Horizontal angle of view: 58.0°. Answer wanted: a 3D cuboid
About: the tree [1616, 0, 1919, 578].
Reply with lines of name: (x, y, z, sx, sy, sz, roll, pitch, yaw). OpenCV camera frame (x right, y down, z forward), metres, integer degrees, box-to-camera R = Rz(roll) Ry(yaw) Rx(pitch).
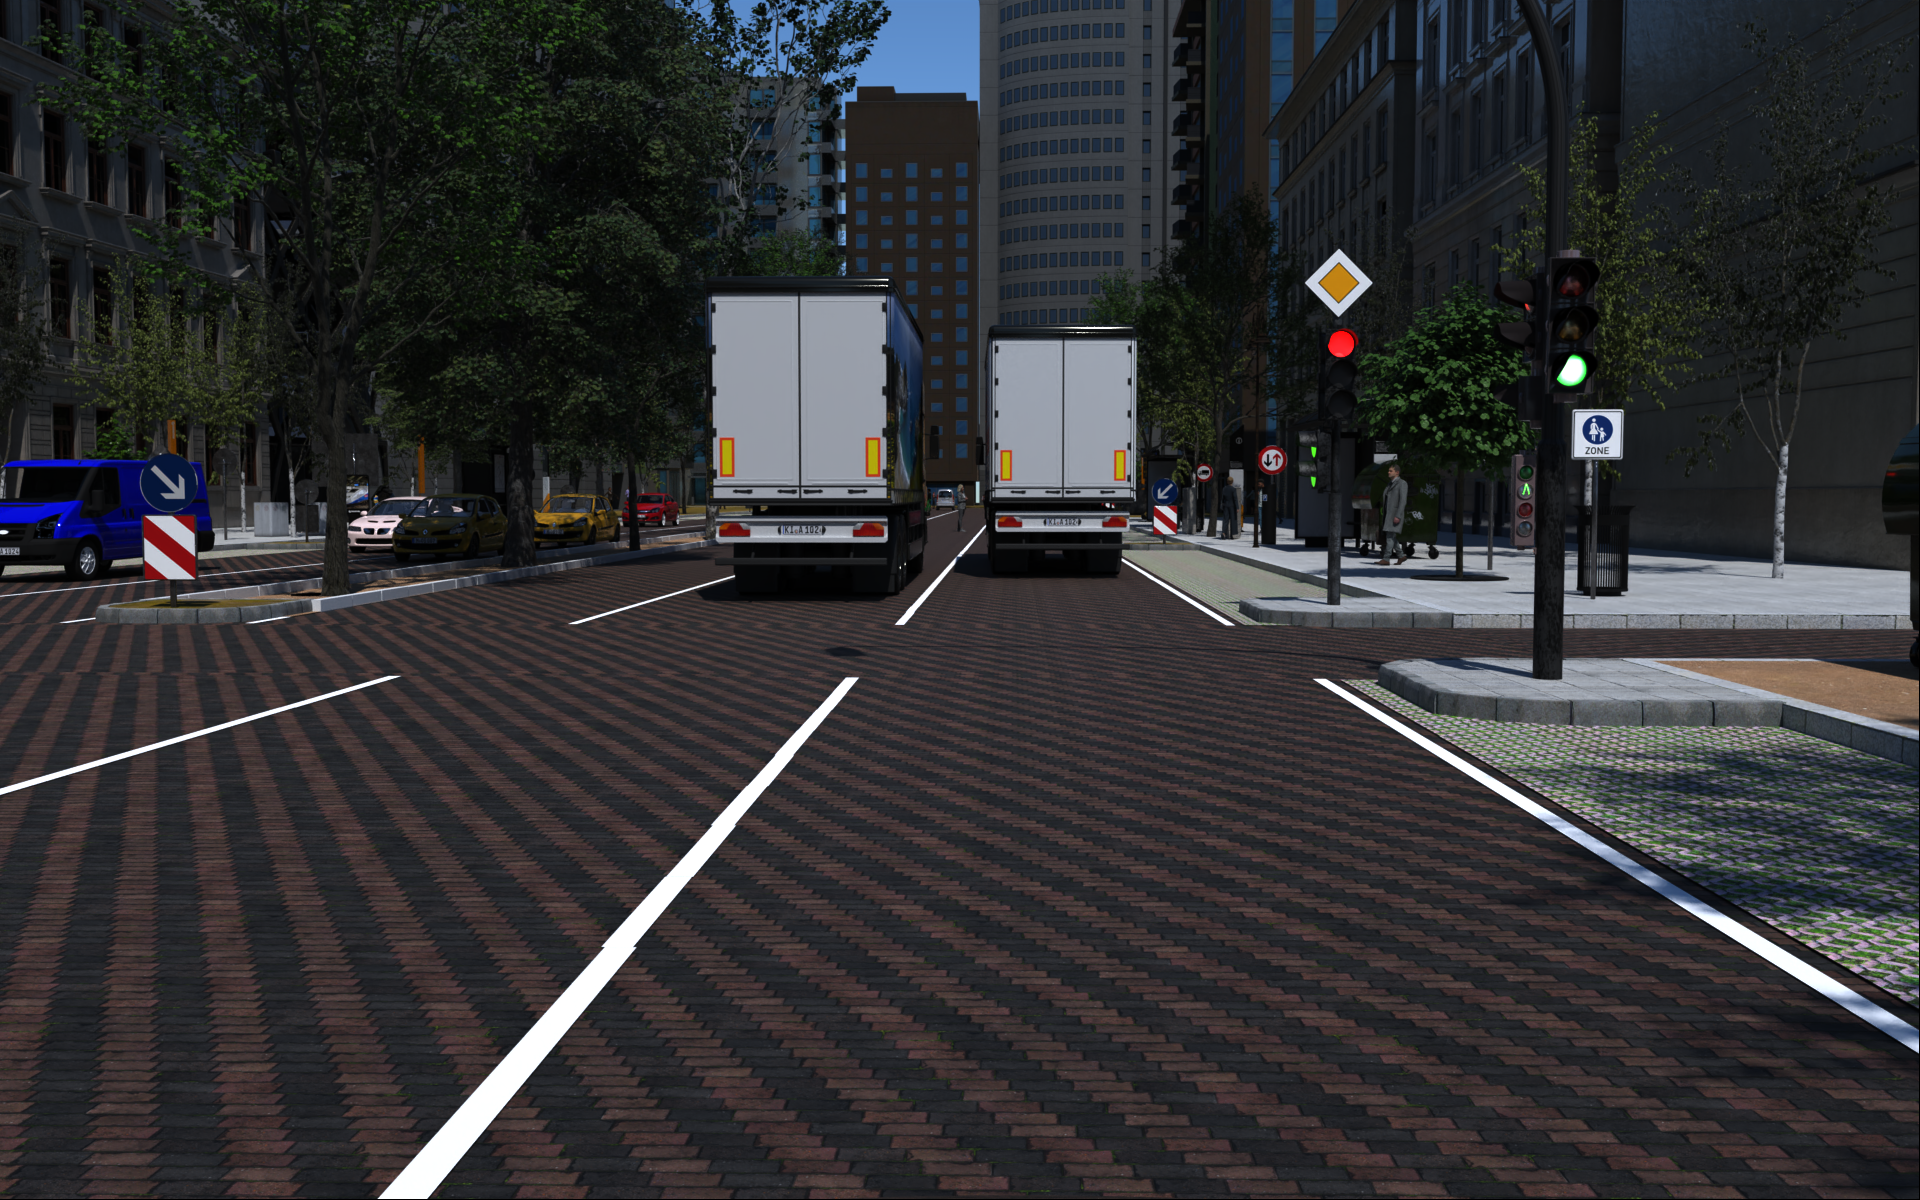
tree: (12.455, -4.649, 26.373, 4.360, 8.622, 3.978, 0, 3, 0)

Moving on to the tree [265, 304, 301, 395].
tree: (-24.251, -6.571, 57.795, 4.737, 8.622, 4.395, 0, 3, 0)

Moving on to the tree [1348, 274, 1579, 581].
tree: (7.613, -2.584, 25.968, 4.285, 4.588, 4.351, 0, 3, 0)

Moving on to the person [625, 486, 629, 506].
person: (-22.283, -6.779, 116.744, 0.709, 1.838, 0.599, -1, 4, -10)

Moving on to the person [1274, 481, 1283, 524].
person: (13.413, -4.149, 73.749, 0.748, 1.841, 0.638, 0, 4, 6)

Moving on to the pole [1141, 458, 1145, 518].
pole: (9.904, -6.108, 93.702, 0.158, 3.312, 0.155, 0, 3, 0)

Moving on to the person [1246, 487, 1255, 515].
person: (17.645, -5.983, 104.645, 1.217, 1.735, 0.721, -3, 5, -40)

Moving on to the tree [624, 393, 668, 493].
tree: (-18.781, -9.274, 101.988, 4.737, 8.622, 4.395, 0, 3, 0)

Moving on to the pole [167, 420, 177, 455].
pole: (-21.659, -3.292, 47.673, 0.158, 3.312, 0.155, 0, 3, 0)

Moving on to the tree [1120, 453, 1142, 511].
tree: (9.975, -7.653, 108.835, 4.285, 4.588, 4.351, 0, 3, 0)

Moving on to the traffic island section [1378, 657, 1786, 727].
traffic island section: (4.100, 0.625, 12.070, 2.009, 0.180, 2.903, 0, 4, 2)

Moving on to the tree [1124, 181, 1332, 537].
tree: (7.868, -7.166, 51.577, 7.601, 10.594, 8.767, 1, 4, 19)

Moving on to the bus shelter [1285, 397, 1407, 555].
bus shelter: (8.772, -2.761, 39.072, 2.014, 3.302, 5.546, 0, 4, 2)

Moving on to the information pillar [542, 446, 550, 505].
information pillar: (-19.955, -5.634, 83.468, 0.183, 3.616, 0.504, -3, 5, -43)

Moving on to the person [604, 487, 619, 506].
person: (-23.107, -6.593, 114.562, 1.217, 1.735, 0.721, -3, 5, -44)

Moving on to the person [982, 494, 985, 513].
person: (1.829, -7.172, 128.956, 0.628, 1.438, 0.799, -1, 4, -17)

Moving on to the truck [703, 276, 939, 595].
truck: (-1.922, -2.385, 27.902, 2.839, 4.237, 11.283, 0, 4, 1)

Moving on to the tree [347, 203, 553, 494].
tree: (-19.185, -9.037, 65.888, 7.486, 12.596, 7.792, 0, 3, 0)

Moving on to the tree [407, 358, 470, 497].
tree: (-24.277, -7.680, 75.937, 4.360, 8.622, 3.978, 0, 3, 0)

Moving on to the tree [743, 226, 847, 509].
tree: (-7.208, -8.451, 66.388, 9.928, 11.665, 9.643, 0, 3, 0)

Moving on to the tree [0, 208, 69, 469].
tree: (-24.751, -5.751, 44.388, 4.360, 8.622, 3.978, 0, 3, 0)

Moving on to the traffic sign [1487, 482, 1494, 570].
traffic sign: (8.941, -1.776, 29.145, 0.768, 2.556, 0.104, 1, 4, 10)

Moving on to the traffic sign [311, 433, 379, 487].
traffic sign: (-20.599, -3.924, 58.028, 2.265, 3.308, 0.079, 0, 4, 3)

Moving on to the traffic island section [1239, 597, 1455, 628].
traffic island section: (4.348, 0.136, 20.051, 2.009, 0.180, 2.903, 0, 4, 2)

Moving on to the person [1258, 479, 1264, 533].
person: (9.928, -3.076, 56.680, 0.623, 1.781, 0.721, 2, 4, 28)

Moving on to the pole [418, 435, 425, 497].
pole: (-18.711, -4.058, 60.196, 0.158, 3.312, 0.155, 0, 3, 0)

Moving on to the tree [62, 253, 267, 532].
tree: (-24.563, -6.245, 52.471, 4.737, 8.622, 4.395, 0, 3, 0)

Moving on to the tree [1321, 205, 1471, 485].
tree: (11.024, -5.738, 44.184, 4.360, 8.622, 3.978, 0, 3, 0)

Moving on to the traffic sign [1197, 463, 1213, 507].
traffic sign: (10.104, -4.386, 71.817, 0.768, 2.556, 0.104, 1, 4, 10)

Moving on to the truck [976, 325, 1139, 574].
truck: (1.741, -2.776, 34.306, 2.839, 4.237, 11.283, 0, 4, 0)

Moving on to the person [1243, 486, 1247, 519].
person: (14.547, -5.046, 89.111, 0.480, 1.755, 0.524, -1, 4, -12)

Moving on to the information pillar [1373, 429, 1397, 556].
information pillar: (8.821, -2.723, 35.875, 0.504, 3.616, 0.183, 0, 4, 2)

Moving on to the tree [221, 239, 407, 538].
tree: (-19.433, -6.143, 50.800, 4.360, 8.622, 3.978, 0, 3, 0)

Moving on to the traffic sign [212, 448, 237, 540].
traffic sign: (-20.492, -2.946, 48.267, 0.768, 2.556, 0.104, 1, 4, 10)

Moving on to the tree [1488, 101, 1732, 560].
tree: (12.387, -5.072, 33.294, 4.737, 8.622, 4.395, 0, 3, 0)

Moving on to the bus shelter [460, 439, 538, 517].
bus shelter: (-20.052, -5.152, 75.524, 1.731, 3.624, 6.357, 0, 4, 2)

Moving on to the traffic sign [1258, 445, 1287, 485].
traffic sign: (8.175, -2.769, 45.386, 0.768, 2.556, 0.104, 1, 4, 9)

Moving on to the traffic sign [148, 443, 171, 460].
traffic sign: (-20.573, -2.746, 44.635, 0.795, 2.593, 0.064, 1, 4, 10)

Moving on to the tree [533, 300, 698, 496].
tree: (-19.167, -10.702, 91.979, 9.611, 12.733, 9.660, 0, 3, 0)

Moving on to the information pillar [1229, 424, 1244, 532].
information pillar: (9.290, -4.082, 58.103, 0.504, 3.616, 0.183, 2, 4, 26)

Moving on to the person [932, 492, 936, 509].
person: (-2.493, -9.709, 168.712, 0.593, 1.643, 0.415, 3, 5, 43)

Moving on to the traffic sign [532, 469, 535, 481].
traffic sign: (-19.770, -4.832, 79.107, 0.768, 2.556, 0.104, 1, 4, 10)

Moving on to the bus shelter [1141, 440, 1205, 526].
bus shelter: (8.294, -4.530, 67.983, 2.014, 3.302, 5.546, 0, 4, 2)

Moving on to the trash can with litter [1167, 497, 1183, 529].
trash can with litter: (7.761, -3.148, 62.860, 0.624, 1.170, 1.055, 1, 4, 20)

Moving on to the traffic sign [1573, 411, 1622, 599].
traffic sign: (7.713, -1.156, 21.036, 0.606, 2.300, 0.079, 0, 4, 3)

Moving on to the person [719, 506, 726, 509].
person: (-20.081, -8.567, 146.671, 0.990, 1.755, 0.434, -1, 4, -20)

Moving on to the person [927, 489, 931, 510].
person: (-2.436, -7.796, 135.601, 0.705, 1.869, 1.348, -1, 4, -13)

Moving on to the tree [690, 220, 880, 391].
tree: (-6.913, -10.064, 77.375, 12.009, 13.543, 11.850, 0, 3, 0)

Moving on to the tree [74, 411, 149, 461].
tree: (-19.864, -2.812, 40.572, 1.663, 3.219, 1.824, 0, 3, 0)

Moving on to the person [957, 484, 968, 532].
person: (0.118, -3.518, 66.200, 0.526, 1.800, 0.537, 2, 4, 35)

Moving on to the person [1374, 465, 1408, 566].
person: (7.759, -1.530, 31.153, 0.767, 1.812, 0.694, -1, 4, -14)

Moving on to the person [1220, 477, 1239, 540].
person: (7.578, -2.577, 48.603, 0.576, 1.772, 0.534, 1, 4, 21)

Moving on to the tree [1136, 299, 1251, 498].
tree: (8.049, -6.785, 61.290, 4.737, 8.622, 4.395, 0, 3, 0)

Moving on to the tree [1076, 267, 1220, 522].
tree: (8.682, -9.393, 79.339, 9.928, 11.665, 9.643, 0, 3, 0)

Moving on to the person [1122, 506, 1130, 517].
person: (8.909, -5.234, 92.369, 0.466, 1.731, 0.760, 1, 4, 9)
